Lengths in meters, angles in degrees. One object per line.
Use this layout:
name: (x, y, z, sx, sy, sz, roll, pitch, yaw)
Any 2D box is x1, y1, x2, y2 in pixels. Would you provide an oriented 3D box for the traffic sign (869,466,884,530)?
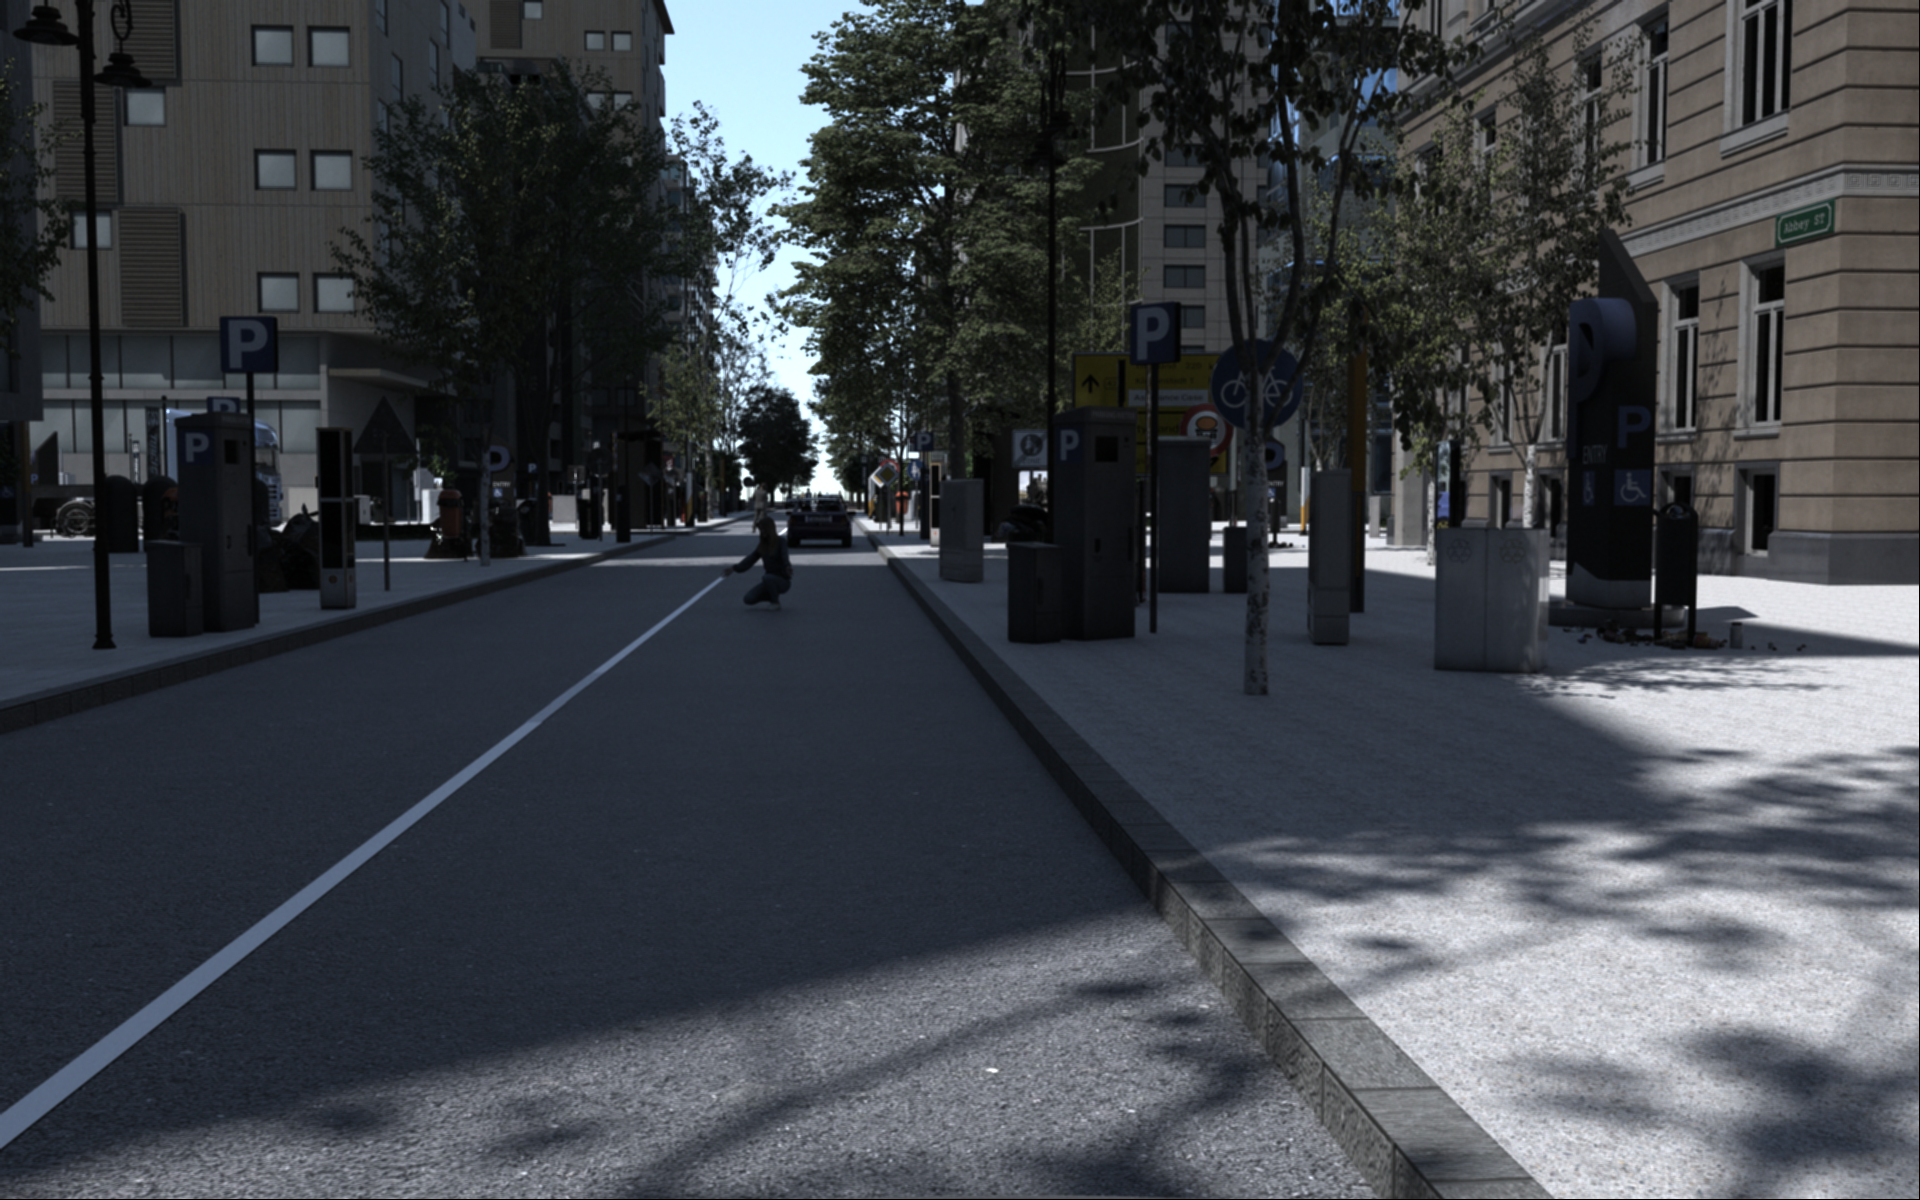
traffic sign: (-2.832, -3.546, 61.625, 0.795, 2.450, 0.064, 0, 4, -4)

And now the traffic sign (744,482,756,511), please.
traffic sign: (-15.709, -7.932, 129.696, 0.884, 2.594, 0.081, 0, 4, 2)

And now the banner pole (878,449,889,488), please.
banner pole: (-4.187, -6.493, 96.172, 0.863, 3.779, 0.401, -1, 4, -9)

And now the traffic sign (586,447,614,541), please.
traffic sign: (-9.802, -2.879, 47.184, 0.768, 2.556, 0.104, 0, 4, 2)

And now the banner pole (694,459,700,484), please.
banner pole: (-17.367, -7.633, 114.812, 0.863, 3.779, 0.401, 0, 4, 6)

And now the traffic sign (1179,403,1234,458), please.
traffic sign: (3.440, -1.478, 24.276, 0.768, 2.556, 0.104, 0, 4, 1)

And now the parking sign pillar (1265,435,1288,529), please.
parking sign pillar: (11.520, -4.656, 64.601, 1.447, 3.967, 1.447, -1, 4, -11)

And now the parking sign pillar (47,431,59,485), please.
parking sign pillar: (-38.987, -5.216, 73.752, 1.447, 3.967, 1.447, 1, 4, 8)

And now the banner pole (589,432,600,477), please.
banner pole: (-14.711, -4.873, 69.697, 0.863, 3.779, 0.401, 3, 5, 42)

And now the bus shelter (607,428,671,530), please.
bus shelter: (-11.957, -4.505, 64.935, 1.731, 3.624, 6.357, 0, 4, -4)

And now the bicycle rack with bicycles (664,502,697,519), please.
bicycle rack with bicycles: (-15.251, -4.772, 91.406, 2.925, 0.926, 2.852, 3, 5, 41)

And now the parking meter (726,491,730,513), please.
parking meter: (-15.825, -6.669, 117.456, 0.372, 1.533, 0.369, 0, 3, 0)

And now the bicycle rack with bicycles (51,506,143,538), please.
bicycle rack with bicycles: (-25.545, -2.316, 51.251, 2.925, 0.926, 2.852, 1, 4, 11)

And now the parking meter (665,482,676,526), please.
parking meter: (-11.583, -3.890, 69.308, 0.399, 1.863, 0.255, 0, 4, -8)

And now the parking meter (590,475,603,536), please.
parking meter: (-11.098, -2.888, 52.927, 0.399, 1.863, 0.255, -1, 4, -14)

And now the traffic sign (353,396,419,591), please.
traffic sign: (-7.608, -1.402, 22.934, 0.884, 2.594, 0.081, 0, 4, -1)

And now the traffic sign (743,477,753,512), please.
traffic sign: (-15.521, -7.746, 126.745, 0.768, 2.556, 0.104, 0, 4, 5)

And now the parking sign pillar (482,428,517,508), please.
parking sign pillar: (-18.477, -4.948, 69.370, 1.447, 3.967, 1.447, 0, 4, -1)

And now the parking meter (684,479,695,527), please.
parking meter: (-10.674, -3.825, 68.247, 0.399, 1.863, 0.255, 0, 4, 1)

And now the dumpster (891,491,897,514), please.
dumpster: (-3.348, -5.202, 90.804, 1.264, 1.857, 1.865, 0, 4, -4)

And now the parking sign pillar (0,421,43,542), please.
parking sign pillar: (-25.406, -3.539, 46.331, 1.447, 3.967, 1.447, -1, 4, -21)

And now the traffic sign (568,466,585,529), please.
traffic sign: (-13.886, -3.704, 62.697, 0.606, 2.300, 0.079, 0, 4, -4)

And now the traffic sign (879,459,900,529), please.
traffic sign: (-2.579, -3.853, 63.104, 0.768, 2.556, 0.104, 0, 4, -1)

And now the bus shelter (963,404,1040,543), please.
bus shelter: (1.093, -3.471, 48.036, 1.731, 3.624, 6.357, 0, 4, -4)

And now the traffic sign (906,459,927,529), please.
traffic sign: (-1.586, -3.895, 63.793, 0.768, 2.556, 0.104, 0, 4, 1)

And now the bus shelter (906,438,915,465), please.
bus shelter: (-3.683, -8.496, 116.547, 2.179, 5.291, 8.768, 0, 4, -4)

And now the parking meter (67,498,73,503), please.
parking meter: (-31.465, -3.217, 61.014, 0.372, 1.533, 0.369, 0, 3, 0)

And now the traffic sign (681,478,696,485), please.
traffic sign: (-15.947, -6.229, 101.840, 0.884, 2.594, 0.081, 0, 4, 2)

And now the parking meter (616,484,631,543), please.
parking meter: (-8.920, -2.291, 45.866, 0.372, 1.533, 0.369, 0, 3, 0)

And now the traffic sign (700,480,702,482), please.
traffic sign: (-16.813, -6.991, 114.407, 0.768, 2.556, 0.104, 0, 4, 2)

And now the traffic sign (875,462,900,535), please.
traffic sign: (-2.246, -3.059, 53.661, 0.795, 2.450, 0.064, 0, 4, -4)

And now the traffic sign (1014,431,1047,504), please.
traffic sign: (1.137, -1.558, 27.604, 0.606, 2.300, 0.079, 0, 4, 0)

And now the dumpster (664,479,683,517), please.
dumpster: (-16.525, -5.876, 98.565, 1.502, 2.255, 1.985, 0, 4, -4)

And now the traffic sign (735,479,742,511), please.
traffic sign: (-16.916, -8.023, 131.287, 0.768, 2.556, 0.104, 0, 4, -2)

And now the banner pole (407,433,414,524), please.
banner pole: (-22.445, -4.936, 70.717, 0.401, 3.779, 0.863, 0, 4, 4)

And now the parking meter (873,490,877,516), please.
parking meter: (-4.945, -5.753, 102.478, 0.372, 1.533, 0.369, 0, 3, 0)

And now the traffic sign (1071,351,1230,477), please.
traffic sign: (2.727, -1.893, 24.830, 2.265, 3.308, 0.079, 0, 4, 2)

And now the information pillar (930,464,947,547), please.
information pillar: (-0.520, -2.287, 41.892, 0.304, 2.012, 0.304, 2, 4, 31)

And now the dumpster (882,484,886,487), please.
dumpster: (-3.686, -5.644, 94.769, 1.502, 2.255, 1.985, 0, 4, -4)

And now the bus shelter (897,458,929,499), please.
bus shelter: (-2.941, -6.502, 100.232, 2.014, 3.302, 5.546, 0, 4, -4)

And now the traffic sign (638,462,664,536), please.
traffic sign: (-9.472, -3.028, 53.151, 0.795, 2.450, 0.064, 0, 4, -4)

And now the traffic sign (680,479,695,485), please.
traffic sign: (-15.206, -5.900, 96.463, 0.884, 2.594, 0.081, 0, 4, -1)

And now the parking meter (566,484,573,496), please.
parking meter: (-22.179, -5.669, 98.405, 0.399, 1.863, 0.255, -1, 4, -18)

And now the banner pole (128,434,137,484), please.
banner pole: (-34.088, -4.985, 71.524, 0.863, 3.779, 0.401, 2, 4, 33)

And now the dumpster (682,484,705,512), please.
dumpster: (-15.065, -5.631, 97.817, 1.264, 1.857, 1.865, 0, 4, -4)

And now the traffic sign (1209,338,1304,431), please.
traffic sign: (2.432, -0.867, 14.287, 0.768, 2.556, 0.104, 0, 4, 2)

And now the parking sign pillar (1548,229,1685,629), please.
parking sign pillar: (6.411, -1.749, 17.066, 1.447, 3.967, 1.447, 0, 4, 2)

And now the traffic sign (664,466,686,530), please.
traffic sign: (-10.058, -3.515, 61.115, 0.795, 2.450, 0.064, 0, 4, -4)
